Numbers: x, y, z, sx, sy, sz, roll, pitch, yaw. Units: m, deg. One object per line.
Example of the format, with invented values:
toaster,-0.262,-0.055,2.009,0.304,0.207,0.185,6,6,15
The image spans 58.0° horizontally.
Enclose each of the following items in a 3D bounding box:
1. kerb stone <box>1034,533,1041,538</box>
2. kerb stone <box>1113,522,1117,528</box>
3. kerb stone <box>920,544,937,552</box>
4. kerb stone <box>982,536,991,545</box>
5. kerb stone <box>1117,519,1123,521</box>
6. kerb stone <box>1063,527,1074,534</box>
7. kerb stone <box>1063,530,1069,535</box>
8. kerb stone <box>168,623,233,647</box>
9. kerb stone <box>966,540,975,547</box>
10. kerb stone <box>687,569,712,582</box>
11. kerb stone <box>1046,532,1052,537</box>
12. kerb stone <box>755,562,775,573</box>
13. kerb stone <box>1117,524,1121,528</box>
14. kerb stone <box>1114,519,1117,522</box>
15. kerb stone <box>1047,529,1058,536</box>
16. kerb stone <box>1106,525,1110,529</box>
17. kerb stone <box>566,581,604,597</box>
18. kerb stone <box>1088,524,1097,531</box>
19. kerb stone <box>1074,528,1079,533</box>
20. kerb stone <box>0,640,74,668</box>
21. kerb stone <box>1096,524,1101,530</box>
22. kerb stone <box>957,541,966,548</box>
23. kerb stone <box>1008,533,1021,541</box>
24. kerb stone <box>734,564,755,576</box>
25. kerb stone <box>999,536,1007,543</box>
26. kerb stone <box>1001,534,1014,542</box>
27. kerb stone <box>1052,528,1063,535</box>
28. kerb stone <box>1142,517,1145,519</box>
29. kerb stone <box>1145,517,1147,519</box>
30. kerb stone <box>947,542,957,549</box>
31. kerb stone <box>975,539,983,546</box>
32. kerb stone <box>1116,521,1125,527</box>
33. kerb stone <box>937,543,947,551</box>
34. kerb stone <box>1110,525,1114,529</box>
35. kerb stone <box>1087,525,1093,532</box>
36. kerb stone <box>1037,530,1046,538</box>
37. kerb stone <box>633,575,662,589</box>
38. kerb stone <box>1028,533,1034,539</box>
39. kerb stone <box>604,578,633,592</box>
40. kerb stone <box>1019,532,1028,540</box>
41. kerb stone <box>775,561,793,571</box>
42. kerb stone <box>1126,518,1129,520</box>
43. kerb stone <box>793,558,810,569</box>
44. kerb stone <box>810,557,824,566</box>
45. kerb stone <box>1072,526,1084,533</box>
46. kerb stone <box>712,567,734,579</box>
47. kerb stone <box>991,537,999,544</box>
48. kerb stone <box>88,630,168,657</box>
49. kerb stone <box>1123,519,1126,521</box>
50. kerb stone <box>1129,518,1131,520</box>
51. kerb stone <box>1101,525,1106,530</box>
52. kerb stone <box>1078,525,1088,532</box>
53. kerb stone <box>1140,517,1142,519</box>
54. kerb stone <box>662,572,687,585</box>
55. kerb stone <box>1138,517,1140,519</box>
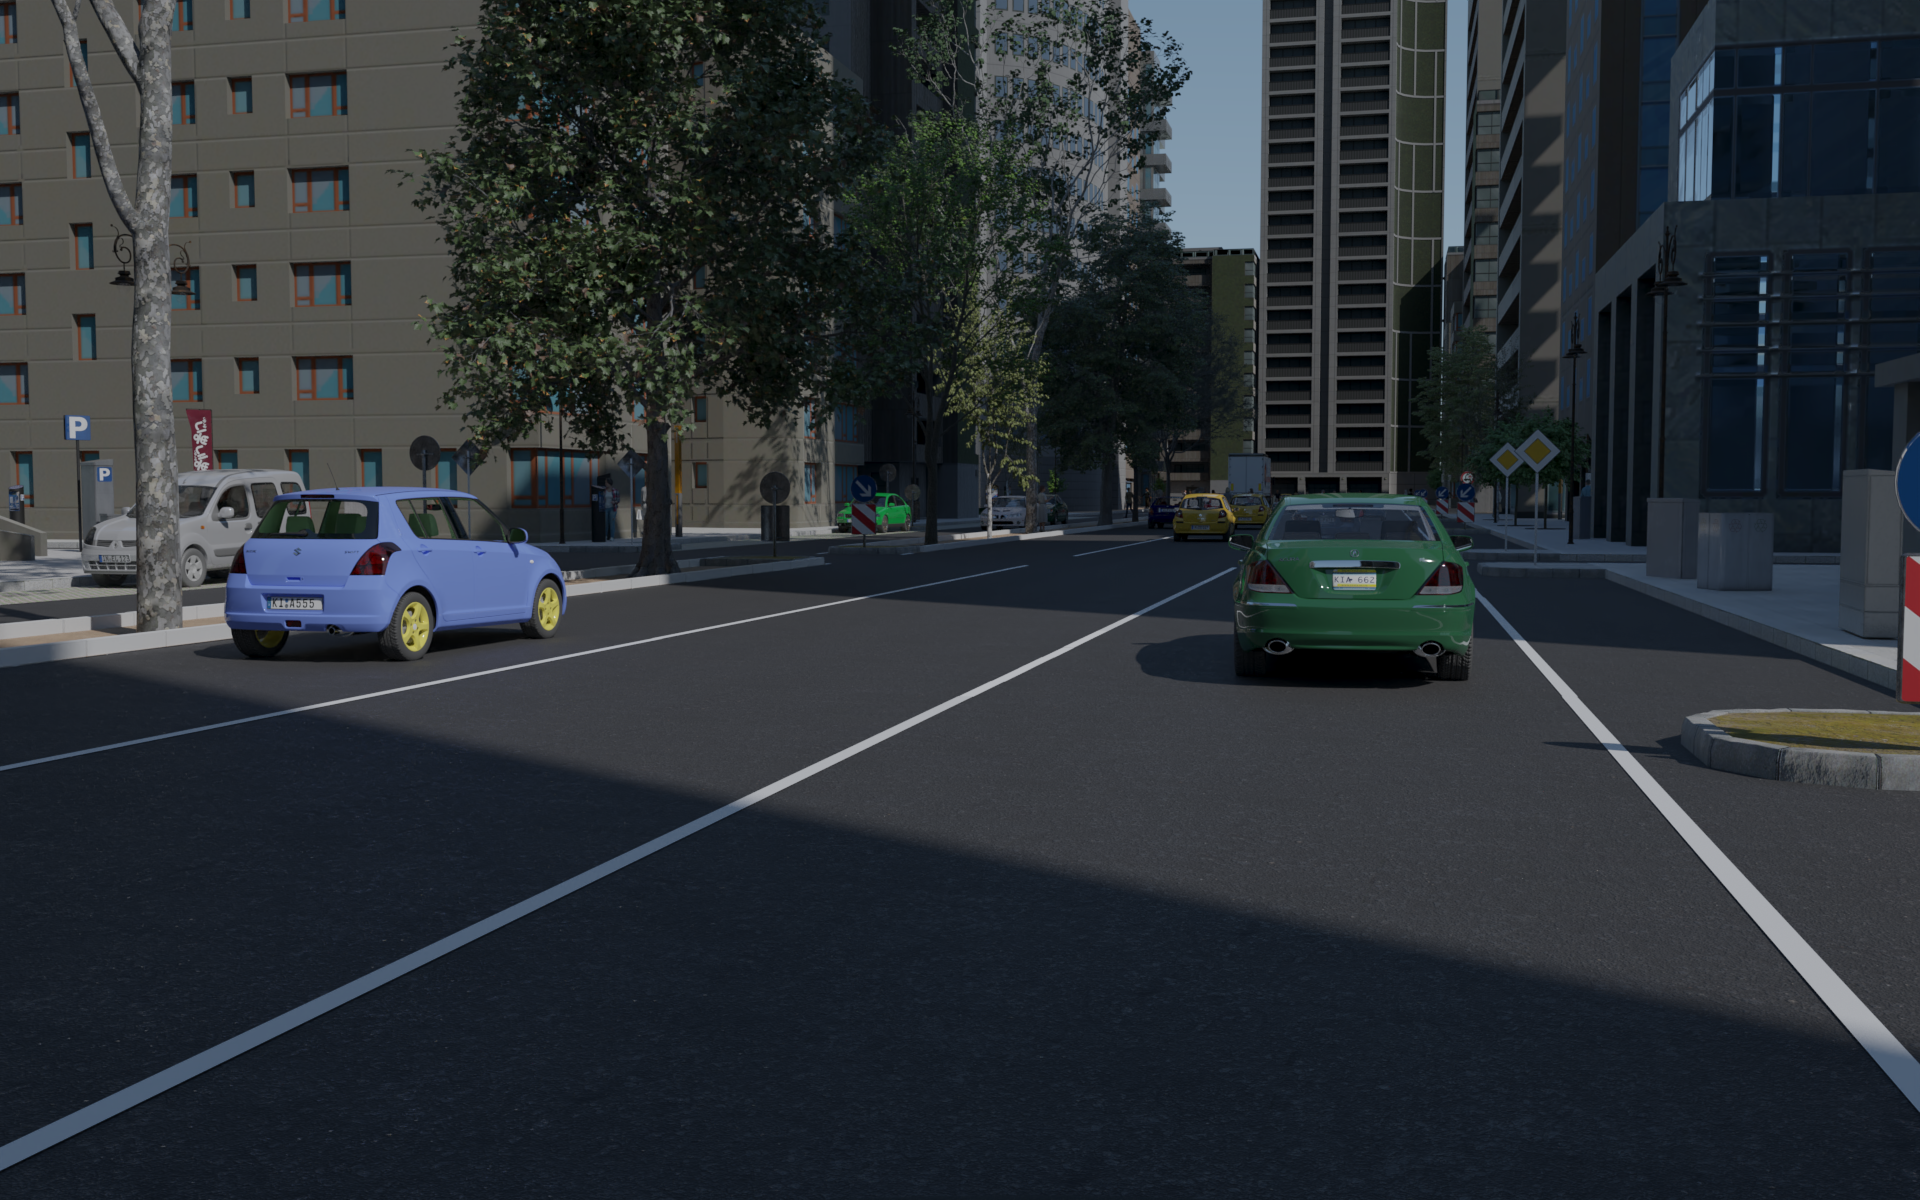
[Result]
kerb stone,2.370,-2.072,56.073,0.120,0.150,1.000,1,4,14
kerb stone,6.303,-3.045,71.992,0.120,0.150,1.000,1,4,14
kerb stone,-0.823,-1.281,43.132,0.120,0.150,1.000,1,4,14
kerb stone,0.650,-1.646,49.101,0.120,0.150,1.000,1,4,14
kerb stone,7.965,-3.994,87.503,0.120,0.150,1.000,1,4,14
kerb stone,3.848,-2.431,62.035,0.120,0.150,1.000,1,4,14
kerb stone,3.605,-2.370,61.041,0.120,0.150,1.000,1,4,14
kerb stone,-7.357,0.336,16.699,0.120,0.150,1.000,1,4,14
kerb stone,0.163,-1.524,47.105,0.120,0.150,1.000,1,4,14
kerb stone,-4.390,-0.395,28.655,0.120,0.150,1.000,1,4,14
kerb stone,2.860,-2.193,58.058,0.120,0.150,1.000,1,4,14
kerb stone,-3.663,-0.578,31.639,0.120,0.150,1.000,1,4,14
kerb stone,6.548,-3.105,72.984,0.120,0.150,1.000,1,4,14
kerb stone,7.478,-3.873,85.515,0.120,0.150,1.000,1,4,14
kerb stone,3.114,-2.249,59.051,0.120,0.150,1.000,1,4,14
kerb stone,5.809,-2.924,70.000,0.120,0.150,1.000,1,4,14
kerb stone,-5.389,-0.149,24.667,0.120,0.150,1.000,1,4,14
kerb stone,5.078,-2.740,67.010,0.120,0.150,1.000,1,4,14
kerb stone,4.090,-2.498,63.029,0.120,0.150,1.000,1,4,14
kerb stone,-7.843,0.458,14.710,0.120,0.150,1.000,1,4,14
kerb stone,5.314,-2.802,68.004,0.120,0.150,1.000,1,4,14
kerb stone,-0.085,-1.463,46.113,0.120,0.150,1.000,1,4,14
kerb stone,1.633,-1.889,53.087,0.120,0.150,1.000,1,4,14
kerb stone,-3.911,-0.517,30.648,0.120,0.150,1.000,1,4,14
kerb stone,1.143,-1.766,51.092,0.120,0.150,1.000,1,4,14
kerb stone,1.386,-1.828,52.090,0.120,0.150,1.000,1,4,14
kerb stone,3.347,-2.315,60.047,0.120,0.150,1.000,1,4,14
kerb stone,9.942,-4.481,95.458,0.120,0.150,1.000,1,4,14
kerb stone,10.173,-4.536,96.454,0.120,0.150,1.000,1,4,14
kerb stone,-0.324,-1.398,45.117,0.120,0.150,1.000,1,4,14
kerb stone,0.404,-1.585,48.107,0.120,0.150,1.000,1,4,14
kerb stone,6.796,-3.165,73.977,0.120,0.150,1.000,1,4,14
kerb stone,-0.587,-1.341,44.127,0.120,0.150,1.000,1,4,14
kerb stone,6.057,-2.985,70.999,0.120,0.150,1.000,1,4,14
kerb stone,4.823,-2.680,66.019,0.120,0.150,1.000,1,4,14
kerb stone,2.611,-2.132,57.066,0.120,0.150,1.000,1,4,14
kerb stone,-4.893,-0.273,26.663,0.120,0.150,1.000,1,4,14
kerb stone,2.123,-2.005,55.081,0.120,0.150,1.000,1,4,14
kerb stone,-5.149,-0.212,25.665,0.120,0.150,1.000,1,4,14
kerb stone,1.883,-1.950,54.087,0.120,0.150,1.000,1,4,14
kerb stone,-3.417,-0.638,32.631,0.120,0.150,1.000,1,4,14
kerb stone,8.465,-4.114,89.486,0.120,0.150,1.000,1,4,14
kerb stone,-3.173,-0.691,33.630,0.120,0.150,1.000,1,4,14
kerb stone,-2.928,-0.759,34.622,0.120,0.150,1.000,1,4,14
kerb stone,4.336,-2.559,64.034,0.120,0.150,1.000,1,4,14
kerb stone,-4.154,-0.456,29.654,0.120,0.150,1.000,1,4,14
kerb stone,0.895,-1.706,50.093,0.120,0.150,1.000,1,4,14
kerb stone,-7.600,0.397,15.706,0.120,0.150,1.000,1,4,14
kerb stone,8.214,-4.048,88.495,0.120,0.150,1.000,1,4,14
kerb stone,8.697,-4.177,90.488,0.120,0.150,1.000,1,4,14
kerb stone,5.562,-2.860,68.998,0.120,0.150,1.000,1,4,14
kerb stone,4.584,-2.620,65.025,0.120,0.150,1.000,1,4,14
kerb stone,9.689,-4.420,94.468,0.120,0.150,1.000,1,4,14
kerb stone,-4.646,-0.334,27.656,0.120,0.150,1.000,1,4,14
kerb stone,9.438,-4.354,93.467,0.120,0.150,1.000,1,4,14
